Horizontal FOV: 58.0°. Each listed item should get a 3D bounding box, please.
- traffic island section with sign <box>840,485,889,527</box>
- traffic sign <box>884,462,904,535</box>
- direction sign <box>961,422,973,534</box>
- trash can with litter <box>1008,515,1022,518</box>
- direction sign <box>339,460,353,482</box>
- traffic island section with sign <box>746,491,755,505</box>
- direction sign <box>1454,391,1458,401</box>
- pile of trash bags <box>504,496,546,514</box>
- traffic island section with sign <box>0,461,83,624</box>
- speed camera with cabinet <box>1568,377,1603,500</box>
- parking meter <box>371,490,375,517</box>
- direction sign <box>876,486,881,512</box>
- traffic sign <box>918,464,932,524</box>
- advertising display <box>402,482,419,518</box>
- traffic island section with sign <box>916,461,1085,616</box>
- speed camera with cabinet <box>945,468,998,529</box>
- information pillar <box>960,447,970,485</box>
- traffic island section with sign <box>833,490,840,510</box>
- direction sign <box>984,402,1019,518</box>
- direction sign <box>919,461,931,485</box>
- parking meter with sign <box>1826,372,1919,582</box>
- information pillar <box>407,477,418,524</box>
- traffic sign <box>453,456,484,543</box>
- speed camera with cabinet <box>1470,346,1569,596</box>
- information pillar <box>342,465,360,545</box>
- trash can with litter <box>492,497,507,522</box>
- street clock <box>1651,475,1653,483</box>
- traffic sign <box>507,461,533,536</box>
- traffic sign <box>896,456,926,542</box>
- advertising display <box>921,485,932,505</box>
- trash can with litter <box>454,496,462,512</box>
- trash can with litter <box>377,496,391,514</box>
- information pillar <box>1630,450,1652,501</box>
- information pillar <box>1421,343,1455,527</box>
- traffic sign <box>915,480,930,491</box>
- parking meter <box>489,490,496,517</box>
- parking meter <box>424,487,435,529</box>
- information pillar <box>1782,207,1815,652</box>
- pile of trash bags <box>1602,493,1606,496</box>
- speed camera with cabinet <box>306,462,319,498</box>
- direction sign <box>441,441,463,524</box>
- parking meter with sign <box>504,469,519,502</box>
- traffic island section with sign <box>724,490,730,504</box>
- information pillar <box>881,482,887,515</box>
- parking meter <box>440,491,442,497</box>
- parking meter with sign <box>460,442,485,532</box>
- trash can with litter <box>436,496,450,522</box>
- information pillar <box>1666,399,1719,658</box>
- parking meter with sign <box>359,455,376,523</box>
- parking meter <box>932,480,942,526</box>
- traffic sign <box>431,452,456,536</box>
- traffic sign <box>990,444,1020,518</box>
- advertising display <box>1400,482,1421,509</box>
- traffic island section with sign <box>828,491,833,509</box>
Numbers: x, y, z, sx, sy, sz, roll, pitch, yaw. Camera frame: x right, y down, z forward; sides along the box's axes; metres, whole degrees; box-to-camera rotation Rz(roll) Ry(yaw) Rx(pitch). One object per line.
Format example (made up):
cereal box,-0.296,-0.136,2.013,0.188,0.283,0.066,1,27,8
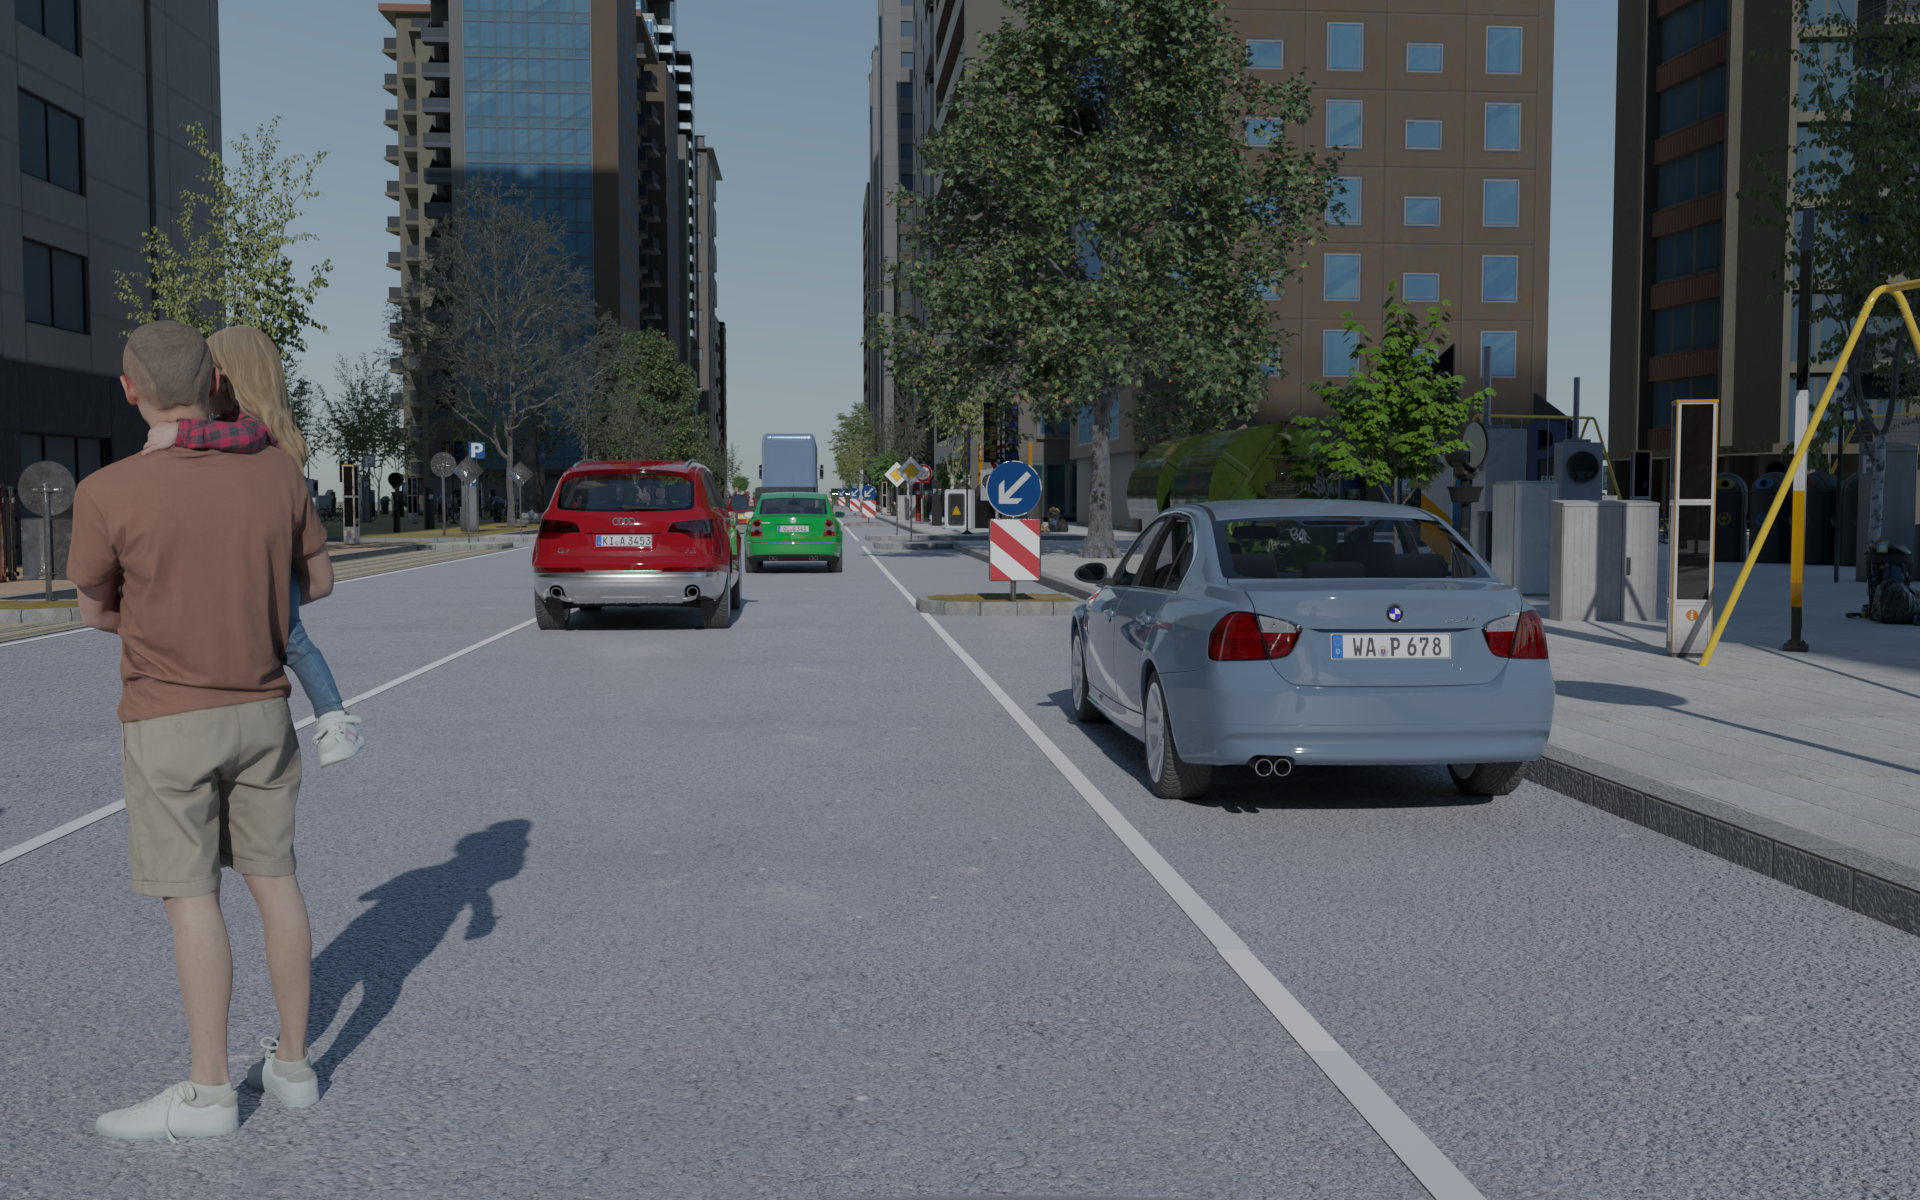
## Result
traffic island section with sign,-4.174,-4.167,76.766,1.989,1.847,2.006,0,4,-5
traffic sign,-1.967,-3.082,54.025,0.795,2.450,0.064,0,4,-5
direction sign,0.230,-3.861,55.129,0.379,3.537,0.876,1,4,12
trash can with litter,2.159,-2.972,59.972,1.055,1.170,0.624,0,4,5
direction sign,-41.169,-7.600,116.251,0.876,3.537,0.379,-1,4,-16
traffic island section with sign,-30.976,-15.496,261.980,1.989,1.847,2.006,0,4,-5
direction sign,10.521,-2.811,37.952,0.876,3.537,0.379,-2,4,-24
pile of trash bags,-25.581,-5.660,102.295,3.447,1.369,1.912,3,5,40
traffic island section with sign,-10.733,-0.693,19.966,1.989,1.847,2.006,0,4,-5
speed camera with cabinet,9.736,-2.135,29.247,2.038,3.252,0.660,0,4,4
parking meter,-32.755,-5.383,96.421,0.372,1.533,0.369,0,3,0
direction sign,-5.948,-8.222,126.428,0.379,3.537,0.876,3,5,43
traffic sign,-1.574,-4.516,73.949,0.768,2.556,0.104,0,4,-1
advertising display,-29.941,-5.452,94.352,0.123,1.923,0.974,3,5,40
traffic island section with sign,0.472,-0.774,21.290,1.989,1.847,2.006,0,4,-5
speed camera with cabinet,0.489,-4.194,62.901,2.038,3.252,0.660,1,4,18
information pillar,0.228,-5.085,74.492,0.504,3.616,0.183,3,5,41
traffic island section with sign,-6.417,-5.810,103.628,1.989,1.847,2.006,0,4,-5
direction sign,1.011,-3.102,42.722,0.876,3.537,0.379,1,4,14
direction sign,-2.399,-7.770,119.038,0.876,3.537,0.379,1,4,19
parking meter with sign,13.529,-1.770,25.205,1.738,3.016,0.543,-1,4,-11
information pillar,-23.718,-4.314,75.030,0.304,2.012,0.304,2,4,29
traffic sign,-12.806,-2.537,45.129,0.795,2.450,0.064,0,4,-5
speed camera with cabinet,7.233,-1.729,22.605,0.660,3.252,2.038,0,4,2
information pillar,-15.300,-2.387,43.513,0.304,2.012,0.304,0,4,4
trash can with litter,-20.749,-4.108,78.557,1.055,1.170,0.624,3,4,37
street clock,22.825,-3.254,57.766,0.471,2.002,0.358,1,4,14
traffic sign,-13.472,-3.024,53.086,0.795,2.450,0.064,0,4,-5
traffic sign,-1.300,-2.595,46.068,0.795,2.450,0.064,0,4,-5
advertising display,-2.184,-6.841,117.065,0.974,1.923,0.123,-1,4,-14
trash can with litter,-35.917,-6.863,123.604,1.055,1.170,0.624,-1,4,-9
trash can with litter,-36.400,-5.993,109.371,0.624,1.170,1.055,1,4,10
information pillar,11.422,-1.504,29.088,0.304,2.012,0.304,1,4,15
information pillar,7.487,-2.186,27.099,0.504,3.616,0.183,2,4,30
traffic sign,-1.861,-5.003,81.807,0.884,2.594,0.081,0,3,0
parking meter,-26.372,-5.465,97.761,0.372,1.533,0.369,0,3,0
parking meter,-19.407,-3.359,63.326,0.372,1.533,0.369,0,3,0
information pillar,6.820,-1.387,14.032,0.183,3.616,0.504,2,4,27
pile of trash bags,41.717,-6.077,109.118,3.447,1.369,1.912,-1,4,-9
speed camera with cabinet,-39.467,-6.741,104.543,0.660,3.252,2.038,0,4,7
direction sign,-21.826,-5.048,74.535,0.876,3.537,0.379,-1,4,-15
parking meter with sign,-30.097,-7.435,117.829,1.738,3.016,0.543,2,4,24
traffic island section with sign,-24.069,-10.440,179.327,1.989,1.847,2.006,0,4,-5
information pillar,-4.611,-6.158,105.170,0.304,2.012,0.304,-1,4,-14
parking meter,-36.379,-6.936,121.817,0.372,1.533,0.369,0,3,0
parking meter with sign,-16.621,-3.826,58.816,0.543,3.016,1.738,-2,4,-30
trash can with litter,-23.946,-4.214,80.283,0.624,1.170,1.055,-1,4,-15
information pillar,5.760,-0.559,13.635,0.304,2.012,0.304,1,4,15
parking meter with sign,-26.974,-5.031,78.511,0.543,3.016,1.738,-2,4,-33
parking meter,-0.923,-3.911,69.661,0.255,1.863,0.399,-3,5,-45
traffic sign,-15.686,-3.211,52.600,0.768,2.556,0.104,0,4,-2
traffic sign,1.131,-2.678,43.895,0.768,2.556,0.104,0,4,-4
advertising display,11.180,-2.254,42.065,0.974,1.923,0.123,2,4,28
traffic island section with sign,-10.604,-8.872,153.688,1.989,1.847,2.006,0,4,-5
